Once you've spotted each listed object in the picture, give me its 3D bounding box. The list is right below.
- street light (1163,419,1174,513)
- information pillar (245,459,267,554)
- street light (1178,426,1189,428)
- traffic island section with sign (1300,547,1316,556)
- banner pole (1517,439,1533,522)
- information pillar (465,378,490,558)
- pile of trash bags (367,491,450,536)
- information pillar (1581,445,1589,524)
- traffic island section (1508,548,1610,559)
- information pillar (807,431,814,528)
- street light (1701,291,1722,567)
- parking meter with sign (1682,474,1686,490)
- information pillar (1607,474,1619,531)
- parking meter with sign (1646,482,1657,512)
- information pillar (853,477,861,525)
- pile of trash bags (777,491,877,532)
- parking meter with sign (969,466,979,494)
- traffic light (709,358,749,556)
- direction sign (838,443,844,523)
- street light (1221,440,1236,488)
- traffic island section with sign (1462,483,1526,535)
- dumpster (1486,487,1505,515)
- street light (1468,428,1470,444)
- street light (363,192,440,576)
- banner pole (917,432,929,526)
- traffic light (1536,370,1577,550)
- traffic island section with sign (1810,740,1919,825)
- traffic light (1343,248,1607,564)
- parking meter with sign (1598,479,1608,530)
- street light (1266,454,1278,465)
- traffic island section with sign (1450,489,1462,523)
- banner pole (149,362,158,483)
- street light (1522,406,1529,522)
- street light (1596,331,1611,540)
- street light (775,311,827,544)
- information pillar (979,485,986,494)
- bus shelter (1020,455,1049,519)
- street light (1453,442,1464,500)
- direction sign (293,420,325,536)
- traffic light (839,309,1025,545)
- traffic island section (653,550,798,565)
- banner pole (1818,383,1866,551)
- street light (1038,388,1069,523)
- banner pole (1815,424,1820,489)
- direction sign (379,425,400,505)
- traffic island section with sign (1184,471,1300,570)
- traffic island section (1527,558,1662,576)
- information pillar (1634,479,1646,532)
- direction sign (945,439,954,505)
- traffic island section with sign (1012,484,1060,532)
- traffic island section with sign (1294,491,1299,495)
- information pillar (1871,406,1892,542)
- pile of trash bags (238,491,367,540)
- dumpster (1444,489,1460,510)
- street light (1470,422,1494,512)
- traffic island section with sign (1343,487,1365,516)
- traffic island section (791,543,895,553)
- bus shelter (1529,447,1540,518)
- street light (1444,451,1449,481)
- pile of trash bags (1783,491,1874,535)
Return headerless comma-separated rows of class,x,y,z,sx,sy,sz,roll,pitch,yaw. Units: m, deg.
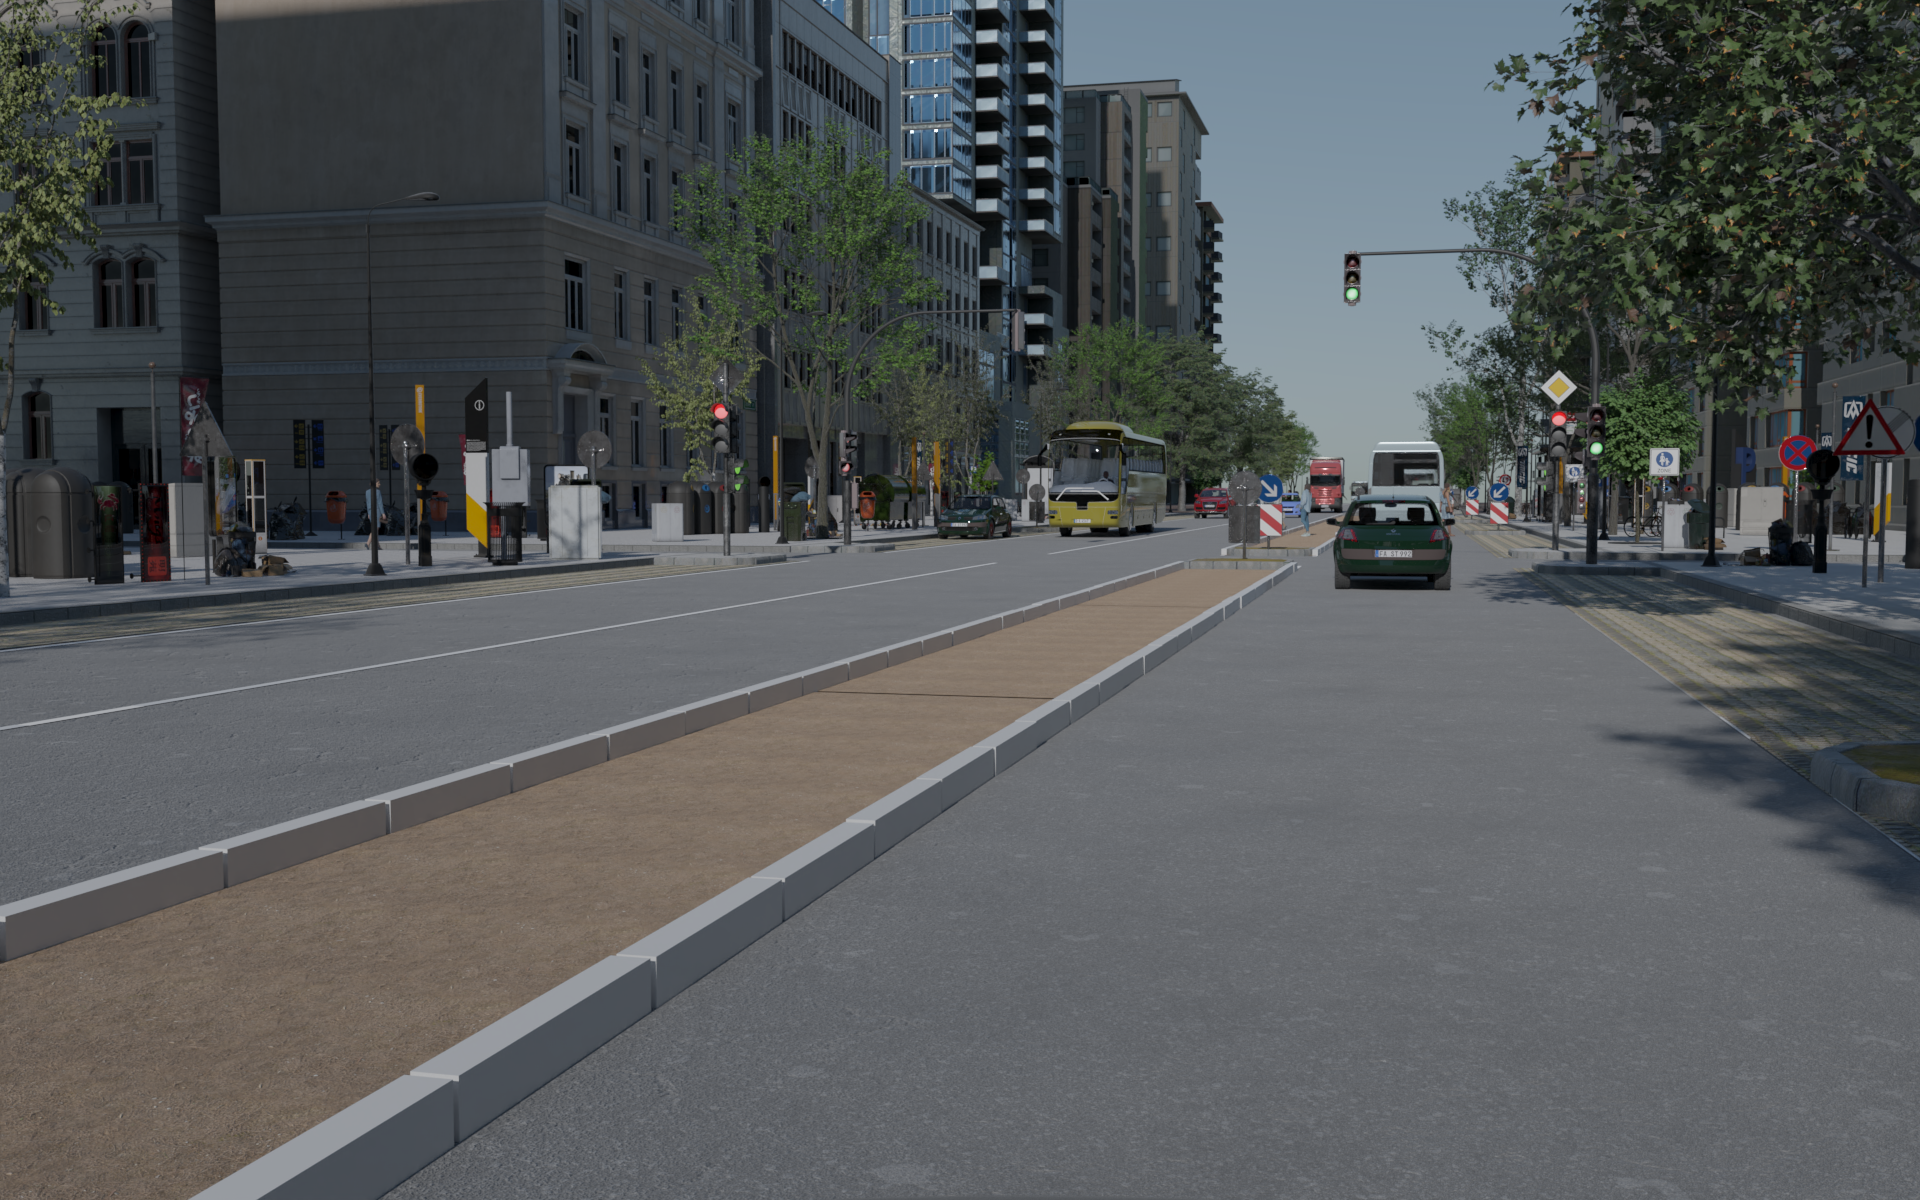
street light,12.355,-8.273,107.800,1.470,5.913,1.316,1,4,14
information pillar,-15.013,-1.985,36.943,0.304,2.012,0.304,3,5,41
street light,14.947,-8.918,118.352,1.470,5.913,1.316,1,4,14
traffic island section with sign,7.325,-1.995,40.753,2.006,1.907,1.989,1,4,14
banner pole,25.763,-5.434,78.864,0.863,3.779,0.401,1,4,14
information pillar,-9.721,-2.666,34.943,0.504,3.616,0.183,1,4,13
pile of trash bags,-17.149,-2.691,53.752,3.447,1.369,1.912,2,4,30
information pillar,26.847,-5.076,74.355,0.183,3.616,0.504,-1,4,-21
traffic island section,13.592,-1.052,39.483,2.009,0.180,2.903,1,4,14
information pillar,-5.539,-4.486,64.695,0.183,3.616,0.504,1,4,22
street light,12.766,-3.551,30.596,1.470,5.913,1.316,1,4,14
parking meter with sign,45.038,-6.796,107.382,0.543,3.016,1.738,3,4,36
information pillar,22.522,-3.378,59.722,0.304,2.012,0.304,2,4,27
parking meter with sign,42.445,-6.816,107.699,1.738,3.016,0.543,2,4,25
information pillar,-4.317,-4.180,72.838,0.304,2.012,0.304,-1,4,-11
pile of trash bags,-4.568,-3.031,59.316,3.447,1.369,1.912,0,4,-1
parking meter with sign,1.271,-6.777,107.056,0.543,3.016,1.738,-2,4,-34
traffic light,-4.824,-2.871,35.860,0.839,4.253,0.868,1,4,14
direction sign,-5.199,-5.184,76.756,0.379,3.537,0.876,1,4,21
street light,23.135,-10.842,149.811,1.470,5.913,1.316,1,4,14
traffic island section with sign,18.819,-3.200,60.943,1.989,1.847,2.006,1,4,14
dumpster,33.418,-6.241,107.794,1.264,1.857,1.865,1,4,14
street light,36.477,-9.141,121.989,1.470,5.913,1.316,1,4,14
street light,-8.685,-3.328,26.950,1.470,5.913,1.316,1,4,14
banner pole,-1.586,-4.900,70.124,0.401,3.779,0.863,-3,4,-36
traffic light,13.556,-3.086,39.379,0.839,4.253,0.868,1,4,14
traffic island section with sign,5.091,0.044,7.914,1.989,1.847,2.006,1,4,14
traffic light,9.505,-3.509,32.033,4.771,5.953,1.251,1,4,14
parking meter with sign,23.228,-4.074,62.867,0.543,3.016,1.738,2,4,31
street light,35.732,-13.841,198.842,1.470,5.913,1.316,1,4,14
traffic island section with sign,25.598,-4.796,87.035,1.989,1.847,2.006,1,4,14
banner pole,-15.406,-2.636,33.122,0.401,3.779,0.863,-2,4,-28
street light,25.612,-6.565,79.883,1.470,5.913,1.316,1,4,14
street light,17.435,-4.632,48.268,1.470,5.913,1.316,1,4,14
street light,-4.052,-4.386,44.250,1.470,5.913,1.316,1,4,14
information pillar,1.326,-6.017,102.867,0.304,2.012,0.304,-1,4,-23
bus shelter,4.746,-6.026,92.452,2.014,3.302,5.546,1,4,14
street light,44.735,-11.069,153.517,1.470,5.913,1.316,1,4,14
direction sign,-19.850,-3.723,52.864,0.876,3.537,0.379,-1,4,-14
traffic light,-0.774,-4.185,43.100,4.771,5.953,1.251,1,4,14
traffic island section,-4.860,-0.839,36.004,2.009,0.180,2.903,1,4,14
banner pole,19.862,-2.991,38.914,0.863,3.779,0.401,1,4,19
street light,4.066,-6.319,75.859,1.470,5.913,1.316,1,4,14
banner pole,30.871,-4.405,62.037,0.401,3.779,0.863,-2,4,-28
direction sign,-18.656,-3.958,56.708,0.876,3.537,0.379,2,4,28
traffic island section with sign,5.457,-1.556,33.584,2.006,1.907,1.989,1,4,14
traffic island section,11.588,-0.579,31.753,2.009,0.180,2.903,1,4,14
information pillar,22.872,-3.289,58.269,0.304,2.012,0.304,2,4,32
direction sign,-0.437,-4.848,71.263,0.379,3.537,0.876,-1,4,-22
traffic island section with sign,2.875,-3.499,65.839,1.989,1.847,2.006,1,4,14
traffic island section with sign,42.616,-12.878,219.190,1.989,1.847,2.006,1,4,14
information pillar,24.511,-3.341,45.988,0.183,3.616,0.504,-1,4,-15
pile of trash bags,-18.857,-2.383,48.710,3.447,1.369,1.912,0,4,7
dumpster,39.061,-7.970,138.532,1.865,1.857,1.264,1,4,16
street light,33.827,-8.515,111.767,1.470,5.913,1.316,1,4,14
traffic island section with sign,26.166,-6.444,113.500,2.006,1.907,1.989,1,4,14
traffic island section,-2.857,-1.312,43.735,2.009,0.180,2.903,1,4,14
bus shelter,30.386,-6.000,89.378,1.731,3.624,6.357,1,4,14
street light,52.937,-13.025,185.497,1.470,5.913,1.316,1,4,14
pile of trash bags,27.253,-2.772,55.080,3.447,1.369,1.912,-1,4,-14
